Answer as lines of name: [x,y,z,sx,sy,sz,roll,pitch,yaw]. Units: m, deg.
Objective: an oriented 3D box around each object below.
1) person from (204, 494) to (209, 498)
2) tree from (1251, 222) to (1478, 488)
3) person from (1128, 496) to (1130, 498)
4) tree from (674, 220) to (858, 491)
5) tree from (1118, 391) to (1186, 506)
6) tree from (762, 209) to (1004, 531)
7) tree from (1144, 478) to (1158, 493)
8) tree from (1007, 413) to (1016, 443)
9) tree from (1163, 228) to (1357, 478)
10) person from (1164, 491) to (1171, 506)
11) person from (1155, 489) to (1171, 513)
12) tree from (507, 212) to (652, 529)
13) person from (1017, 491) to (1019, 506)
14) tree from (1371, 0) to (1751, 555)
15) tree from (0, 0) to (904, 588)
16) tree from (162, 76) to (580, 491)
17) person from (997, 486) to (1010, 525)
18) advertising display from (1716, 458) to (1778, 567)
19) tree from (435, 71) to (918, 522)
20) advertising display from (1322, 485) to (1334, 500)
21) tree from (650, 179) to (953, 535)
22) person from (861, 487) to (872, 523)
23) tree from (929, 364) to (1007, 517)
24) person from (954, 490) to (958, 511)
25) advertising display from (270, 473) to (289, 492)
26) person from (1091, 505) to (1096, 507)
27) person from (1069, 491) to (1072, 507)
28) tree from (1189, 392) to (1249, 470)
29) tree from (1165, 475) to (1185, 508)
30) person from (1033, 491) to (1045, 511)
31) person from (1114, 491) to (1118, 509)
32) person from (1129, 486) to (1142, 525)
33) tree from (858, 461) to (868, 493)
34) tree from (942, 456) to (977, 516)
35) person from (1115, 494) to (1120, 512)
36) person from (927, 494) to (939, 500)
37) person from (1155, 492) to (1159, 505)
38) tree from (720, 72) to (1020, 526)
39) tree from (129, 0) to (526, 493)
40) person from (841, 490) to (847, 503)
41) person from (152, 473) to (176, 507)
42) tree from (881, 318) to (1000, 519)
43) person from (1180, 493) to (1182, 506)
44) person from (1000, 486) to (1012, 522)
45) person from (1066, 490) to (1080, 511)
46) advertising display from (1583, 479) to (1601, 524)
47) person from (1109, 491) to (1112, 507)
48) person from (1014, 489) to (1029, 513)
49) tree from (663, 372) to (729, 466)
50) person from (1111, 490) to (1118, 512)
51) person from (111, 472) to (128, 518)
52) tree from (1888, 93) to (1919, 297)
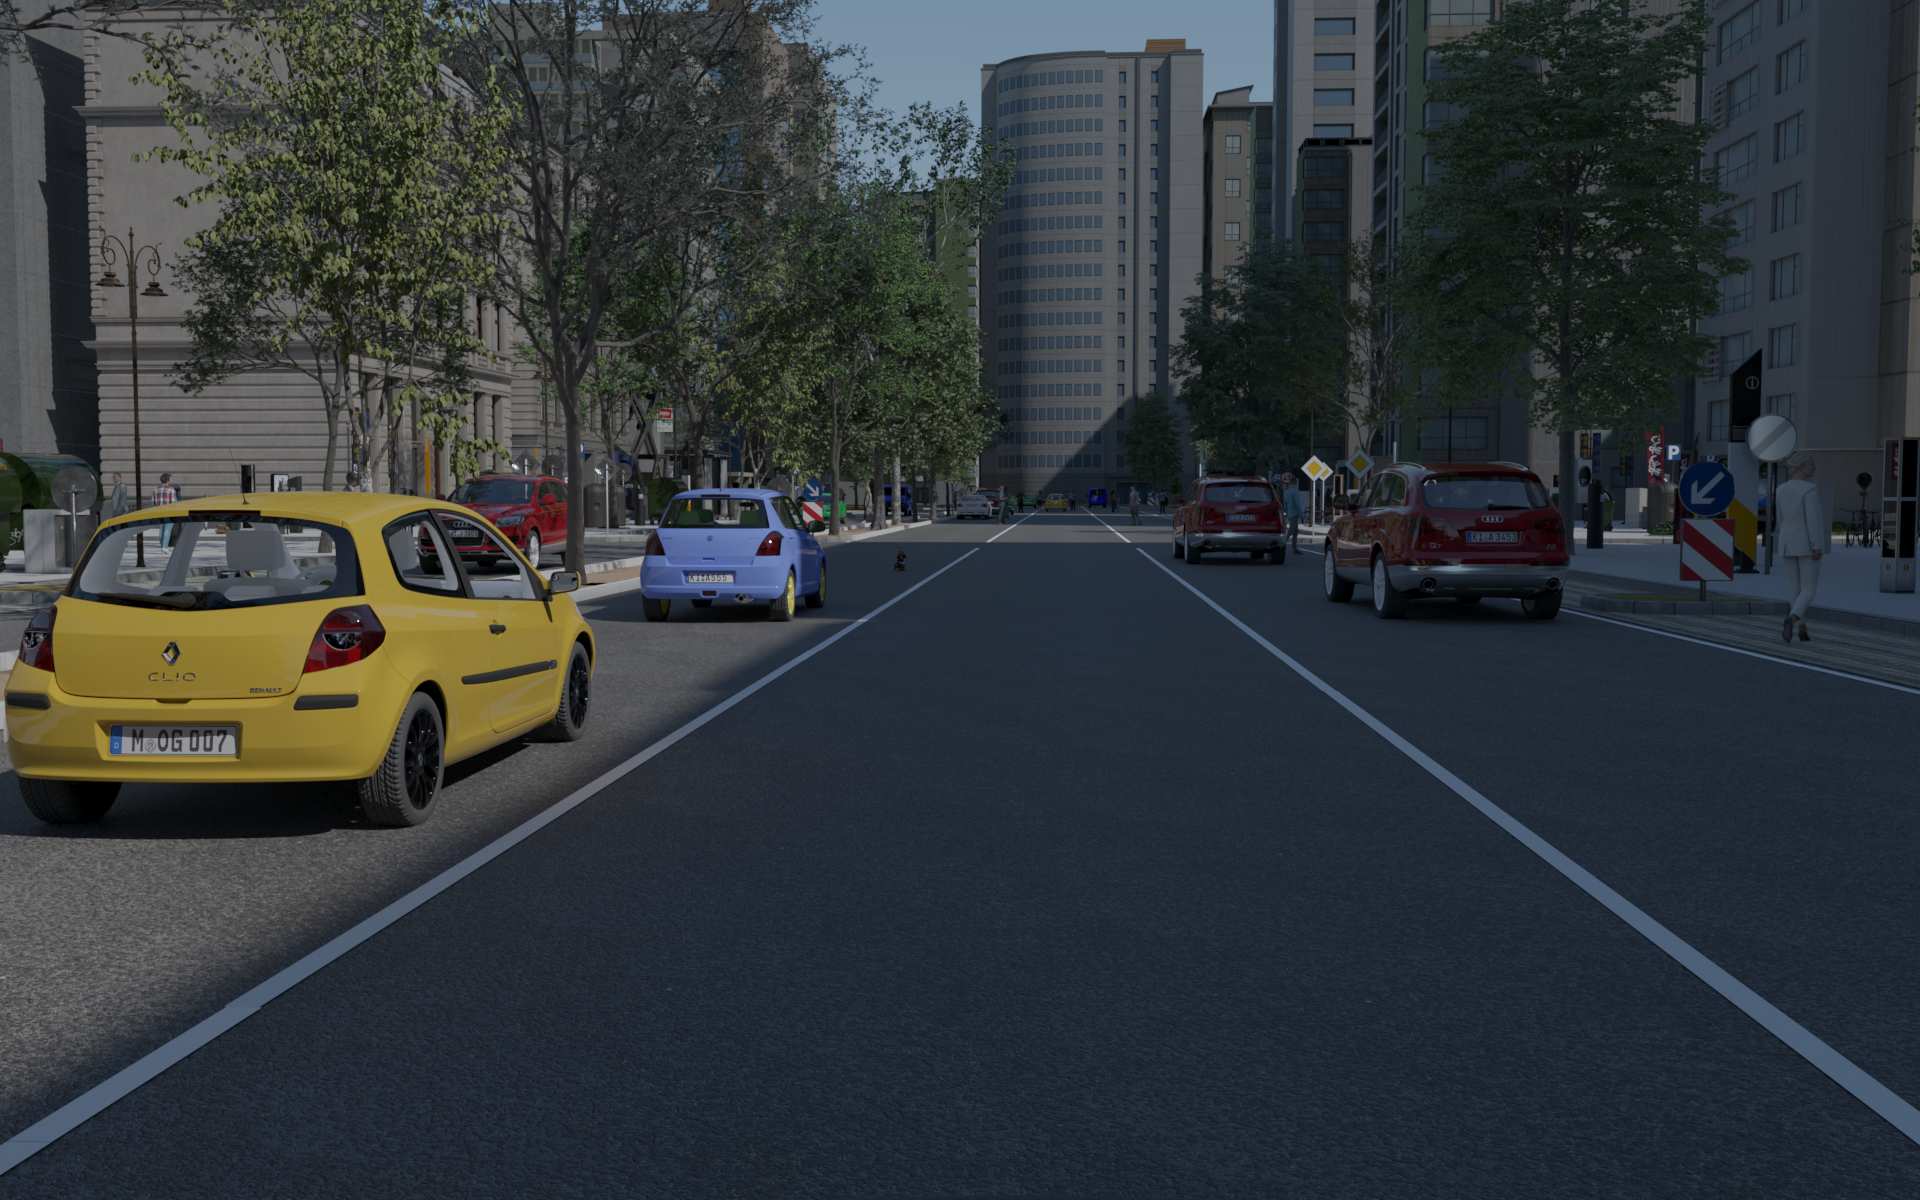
person: [-26.573,-3.090,60.849,0.425,1.301,0.394,-3,5,-43]
tree: [14.001,-7.708,60.442,8.767,10.594,7.601,2,4,26]
person: [17.480,-10.140,174.285,1.348,1.824,0.705,-1,4,-19]
tree: [-5.097,-5.545,43.482,4.737,8.622,4.395,0,3,0]
tree: [20.945,-16.676,190.773,7.486,12.596,7.792,0,3,0]
tree: [-3.160,-9.044,67.328,9.611,12.733,9.660,0,3,0]
tree: [22.333,-12.679,201.907,1.663,3.219,1.824,0,3,0]
tree: [-0.665,-10.397,106.857,8.767,10.594,7.601,0,4,3]
tree: [14.757,-10.907,84.977,9.857,13.997,8.962,0,3,0]
person: [22.138,-10.975,185.487,0.705,1.823,1.348,-3,5,-42]
person: [15.293,-7.471,130.636,1.348,1.826,0.705,2,4,25]
tree: [-13.068,-8.469,64.228,9.928,11.665,9.643,0,3,0]
person: [6.803,-11.906,203.169,0.705,1.822,1.348,-2,4,-29]
tree: [12.660,-7.243,36.558,7.486,12.596,7.792,0,3,0]
tree: [-5.983,-6.953,26.503,12.009,13.543,11.850,0,3,0]
tree: [-13.490,-6.295,37.332,7.601,10.594,8.767,0,4,8]
person: [2.044,-4.447,81.388,0.590,1.801,0.661,0,4,6]
advertising display: [13.966,-1.563,30.767,0.974,1.923,0.123,2,4,32]
tree: [-5.451,-6.126,37.036,8.767,10.594,7.601,0,4,3]
advertising display: [25.109,-6.907,118.145,0.974,1.923,0.123,-2,4,-32]
tree: [-4.038,-7.843,56.444,9.928,11.665,9.643,0,3,0]
person: [-4.490,-4.686,85.298,0.728,1.800,0.709,-2,4,-32]
tree: [-2.242,-9.291,88.783,8.767,10.594,7.601,0,4,3]
person: [-0.462,-8.418,146.846,0.721,1.743,1.217,-1,4,-11]
advertising display: [-21.461,-3.025,54.678,0.123,1.923,0.974,0,4,6]
person: [14.837,-11.274,193.376,0.990,1.755,0.434,-1,4,-22]
person: [11.947,-10.771,185.547,0.436,1.711,0.756,-1,4,-21]
tree: [17.670,-10.188,116.935,4.737,8.622,4.395,0,3,0]
tree: [20.687,-10.514,166.509,1.663,3.219,1.824,0,3,0]
person: [6.800,-8.527,148.699,1.217,1.735,0.721,-2,4,-35]
person: [14.815,-9.446,163.398,0.568,1.767,0.683,-2,4,-24]
person: [7.965,-4.326,79.345,0.853,1.813,0.709,-3,5,-43]
tree: [-8.179,-12.282,151.169,4.737,8.622,4.395,0,3,0]
tree: [-0.445,-9.808,113.188,4.737,8.622,4.395,0,3,0]
person: [12.540,-7.735,138.184,0.599,1.433,0.991,-1,4,-10]
person: [-2.255,-8.491,147.406,1.350,1.814,0.705,3,5,41]
person: [23.429,-12.071,206.524,0.621,1.740,0.551,-1,4,-20]
tree: [-4.047,-13.457,78.364,12.611,20.169,13.585,0,3,0]
tree: [-6.333,-3.999,18.200,4.737,8.622,4.395,0,3,0]
person: [-12.686,-11.120,188.383,0.617,1.759,0.750,1,4,21]
person: [-16.999,-1.842,37.005,0.563,1.720,0.643,1,4,13]
tree: [-1.621,-10.921,99.139,7.486,12.596,7.792,0,3,0]
person: [23.855,-10.927,187.927,0.599,1.433,0.991,1,4,14]
person: [2.309,-4.964,89.639,0.713,1.824,0.794,-2,4,-35]
person: [9.775,-8.638,149.714,1.348,1.826,0.705,1,4,21]
advertising display: [27.100,-4.225,74.298,0.123,1.923,0.974,-1,4,-18]
person: [16.786,-11.152,191.554,1.217,1.735,0.721,0,4,6]
person: [4.683,-7.586,132.667,1.348,1.807,0.705,-2,4,-26]
tree: [-16.156,-9.419,104.369,4.360,8.622,3.978,0,3,0]
person: [12.020,-7.691,134.973,0.721,1.735,1.217,-1,4,-17]
person: [-20.465,-2.203,42.163,0.635,1.810,0.391,3,5,42]
tree: [15.333,-4.497,23.895,4.737,8.622,4.395,0,3,0]
